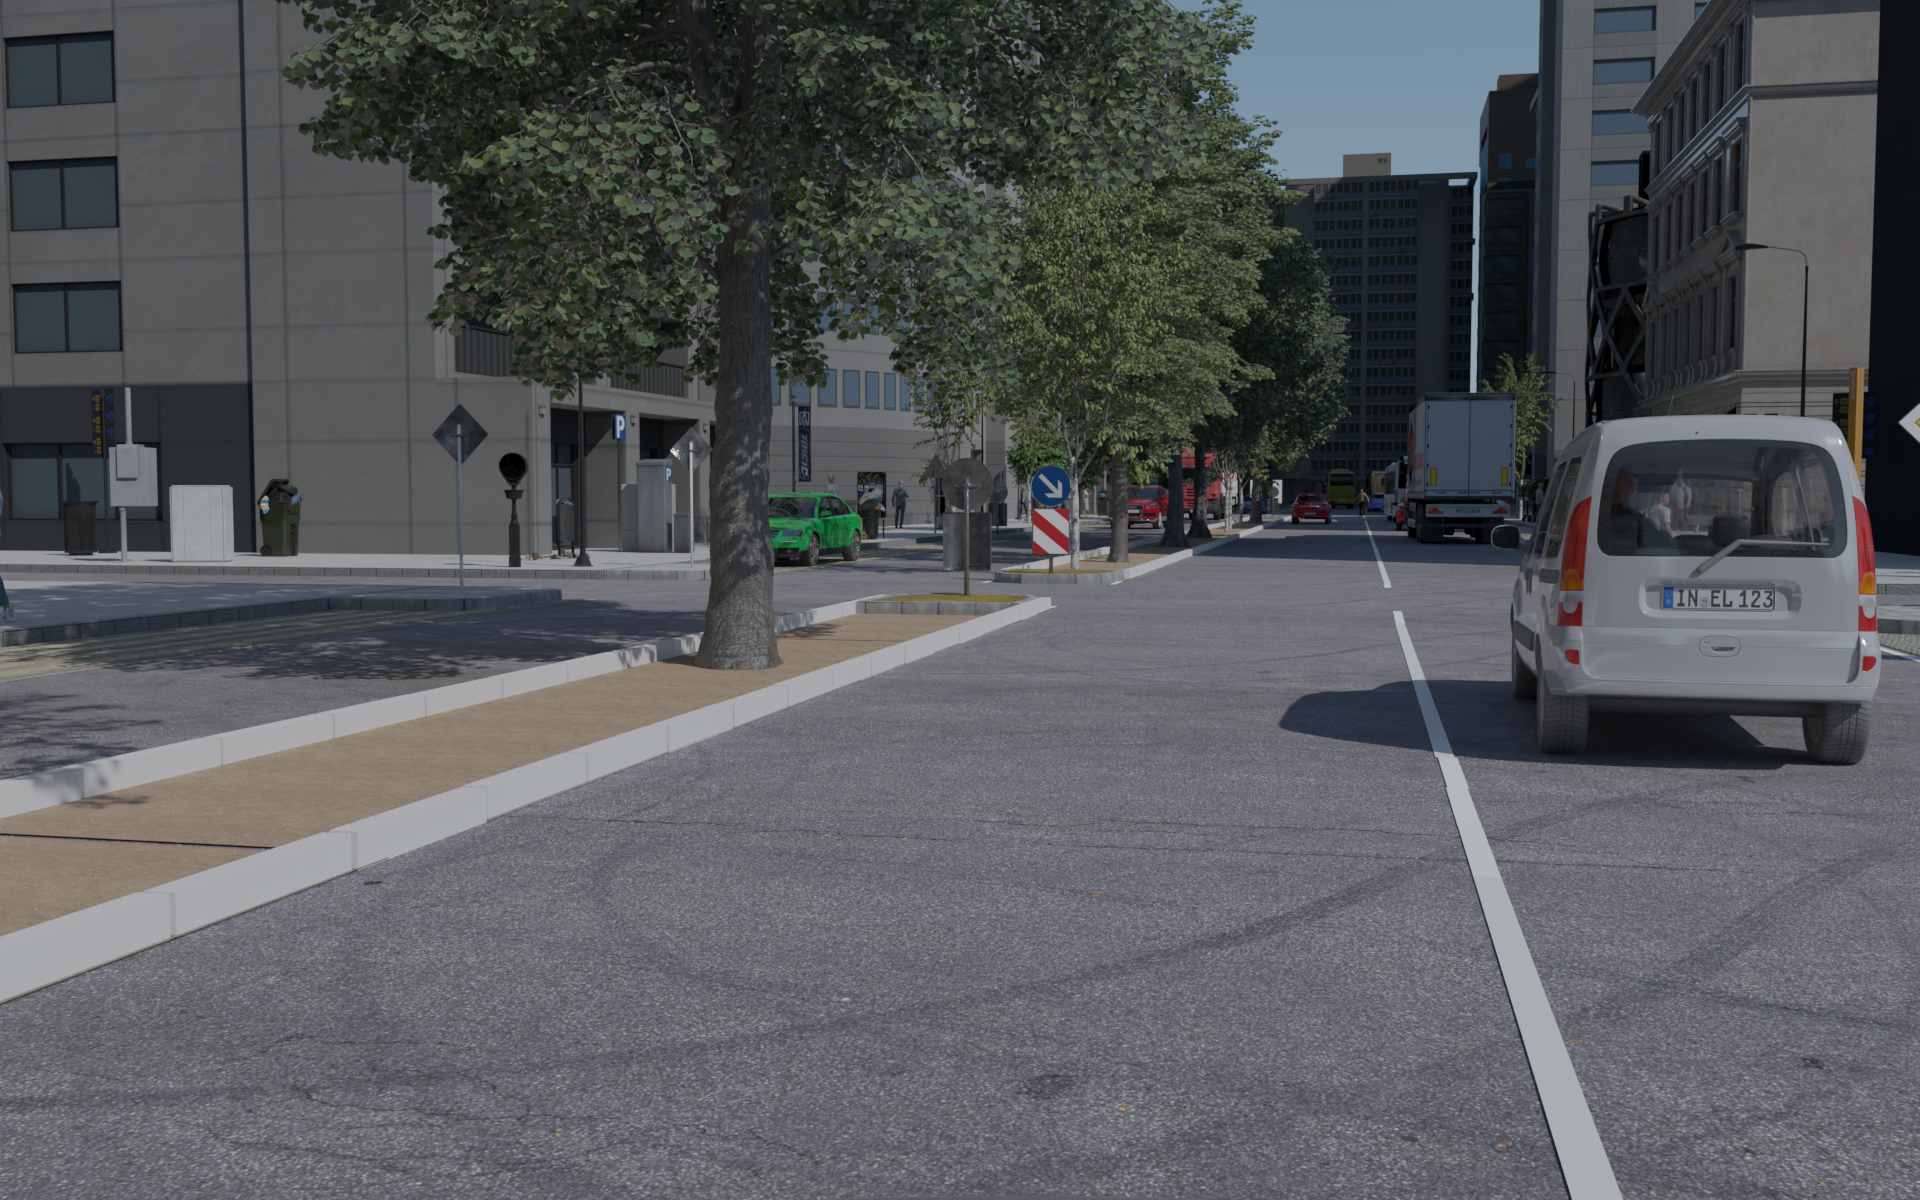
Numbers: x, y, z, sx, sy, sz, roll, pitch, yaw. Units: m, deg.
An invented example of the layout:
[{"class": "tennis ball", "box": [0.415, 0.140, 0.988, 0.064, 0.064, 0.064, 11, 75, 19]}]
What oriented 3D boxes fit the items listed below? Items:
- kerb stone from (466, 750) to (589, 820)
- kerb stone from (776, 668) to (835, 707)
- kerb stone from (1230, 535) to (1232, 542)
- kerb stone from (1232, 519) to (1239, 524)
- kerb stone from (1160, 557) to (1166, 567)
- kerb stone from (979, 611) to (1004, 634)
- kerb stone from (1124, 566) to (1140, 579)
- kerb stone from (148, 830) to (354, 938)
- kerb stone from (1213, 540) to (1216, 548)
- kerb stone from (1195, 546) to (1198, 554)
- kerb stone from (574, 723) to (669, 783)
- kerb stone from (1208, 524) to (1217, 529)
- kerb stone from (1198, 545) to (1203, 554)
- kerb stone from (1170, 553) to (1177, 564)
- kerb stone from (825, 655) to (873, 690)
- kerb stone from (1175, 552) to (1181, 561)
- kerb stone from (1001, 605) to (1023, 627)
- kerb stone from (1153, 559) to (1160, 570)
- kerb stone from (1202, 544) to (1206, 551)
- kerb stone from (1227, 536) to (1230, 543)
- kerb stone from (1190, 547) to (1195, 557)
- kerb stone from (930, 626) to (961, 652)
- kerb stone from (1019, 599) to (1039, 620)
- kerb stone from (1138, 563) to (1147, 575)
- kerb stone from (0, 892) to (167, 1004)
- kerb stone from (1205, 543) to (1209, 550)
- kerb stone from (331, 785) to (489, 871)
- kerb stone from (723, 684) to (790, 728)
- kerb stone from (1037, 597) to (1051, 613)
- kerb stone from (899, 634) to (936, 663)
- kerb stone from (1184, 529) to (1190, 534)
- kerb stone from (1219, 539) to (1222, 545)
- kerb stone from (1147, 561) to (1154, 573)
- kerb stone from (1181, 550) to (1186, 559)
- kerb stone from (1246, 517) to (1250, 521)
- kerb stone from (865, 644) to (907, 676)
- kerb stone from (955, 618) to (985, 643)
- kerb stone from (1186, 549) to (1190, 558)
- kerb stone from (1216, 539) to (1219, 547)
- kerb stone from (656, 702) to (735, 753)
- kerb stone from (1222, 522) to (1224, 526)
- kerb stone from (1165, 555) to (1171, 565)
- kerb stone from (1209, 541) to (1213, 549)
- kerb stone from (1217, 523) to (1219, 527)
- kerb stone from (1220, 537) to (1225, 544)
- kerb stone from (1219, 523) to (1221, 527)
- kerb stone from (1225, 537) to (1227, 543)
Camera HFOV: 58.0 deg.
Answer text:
[{"class": "kerb stone", "box": [-2.018, 0.863, 8.089, 0.120, 0.150, 1.000, 1, 4, 13]}, {"class": "kerb stone", "box": [-1.097, 0.617, 12.103, 0.120, 0.150, 1.000, 1, 4, 13]}, {"class": "kerb stone", "box": [7.940, -1.799, 51.608, 0.120, 0.150, 1.000, 1, 4, 13]}, {"class": "kerb stone", "box": [13.906, -3.967, 87.070, 0.120, 0.150, 1.000, 1, 4, 13]}, {"class": "kerb stone", "box": [3.831, -0.696, 33.630, 0.120, 0.150, 1.000, 1, 4, 13]}, {"class": "kerb stone", "box": [0.279, 0.251, 18.094, 0.120, 0.150, 1.000, 1, 4, 13]}, {"class": "kerb stone", "box": [2.912, -0.455, 29.627, 0.120, 0.150, 1.000, 1, 4, 13]}, {"class": "kerb stone", "box": [-2.475, 0.988, 6.083, 0.120, 0.150, 1.000, 1, 4, 13]}, {"class": "kerb stone", "box": [6.578, -1.429, 45.616, 0.120, 0.150, 1.000, 1, 4, 13]}, {"class": "kerb stone", "box": [5.430, -1.123, 40.627, 0.120, 0.150, 1.000, 1, 4, 13]}, {"class": "kerb stone", "box": [-1.790, 0.802, 9.085, 0.120, 0.150, 1.000, 1, 4, 13]}, {"class": "kerb stone", "box": [10.474, -3.051, 72.078, 0.120, 0.150, 1.000, 1, 4, 13]}, {"class": "kerb stone", "box": [5.669, -1.188, 41.624, 0.120, 0.150, 1.000, 1, 4, 13]}, {"class": "kerb stone", "box": [4.291, -0.822, 35.628, 0.120, 0.150, 1.000, 1, 4, 13]}, {"class": "kerb stone", "box": [-0.869, 0.556, 13.099, 0.120, 0.150, 1.000, 1, 4, 13]}, {"class": "kerb stone", "box": [4.519, -0.883, 36.625, 0.120, 0.150, 1.000, 1, 4, 13]}, {"class": "kerb stone", "box": [0.510, 0.192, 19.095, 0.120, 0.150, 1.000, 1, 4, 13]}, {"class": "kerb stone", "box": [3.602, -0.634, 32.633, 0.120, 0.150, 1.000, 1, 4, 13]}, {"class": "kerb stone", "box": [5.886, -1.249, 42.624, 0.120, 0.150, 1.000, 1, 4, 13]}, {"class": "kerb stone", "box": [7.718, -1.736, 50.604, 0.120, 0.150, 1.000, 1, 4, 13]}, {"class": "kerb stone", "box": [5.206, -1.066, 39.618, 0.120, 0.150, 1.000, 1, 4, 13]}, {"class": "kerb stone", "box": [-0.182, 0.375, 16.096, 0.120, 0.150, 1.000, 1, 4, 13]}, {"class": "kerb stone", "box": [0.739, 0.129, 20.101, 0.120, 0.150, 1.000, 1, 4, 13]}, {"class": "kerb stone", "box": [3.150, -0.516, 30.639, 0.120, 0.150, 1.000, 1, 4, 13]}, {"class": "kerb stone", "box": [-2.704, 1.047, 5.083, 0.120, 0.150, 1.000, 1, 4, 13]}, {"class": "kerb stone", "box": [6.116, -1.311, 43.624, 0.120, 0.150, 1.000, 1, 4, 13]}, {"class": "kerb stone", "box": [-2.237, 0.924, 7.084, 0.120, 0.150, 1.000, 1, 4, 13]}, {"class": "kerb stone", "box": [-1.326, 0.683, 11.097, 0.120, 0.150, 1.000, 1, 4, 13]}, {"class": "kerb stone", "box": [0.963, 0.072, 21.109, 0.120, 0.150, 1.000, 1, 4, 13]}, {"class": "kerb stone", "box": [-0.405, 0.434, 15.099, 0.120, 0.150, 1.000, 1, 4, 13]}, {"class": "kerb stone", "box": [8.192, -2.440, 62.084, 0.120, 0.150, 1.000, 1, 4, 13]}, {"class": "kerb stone", "box": [7.028, -1.544, 47.614, 0.120, 0.150, 1.000, 1, 4, 13]}, {"class": "kerb stone", "box": [3.374, -0.576, 31.636, 0.120, 0.150, 1.000, 1, 4, 13]}, {"class": "kerb stone", "box": [4.739, -0.944, 37.625, 0.120, 0.150, 1.000, 1, 4, 13]}, {"class": "kerb stone", "box": [15.743, -4.457, 95.073, 0.120, 0.150, 1.000, 1, 4, 13]}, {"class": "kerb stone", "box": [-0.639, 0.495, 14.099, 0.120, 0.150, 1.000, 1, 4, 13]}, {"class": "kerb stone", "box": [0.055, 0.312, 17.091, 0.120, 0.150, 1.000, 1, 4, 13]}, {"class": "kerb stone", "box": [4.968, -1.001, 38.621, 0.120, 0.150, 1.000, 1, 4, 13]}, {"class": "kerb stone", "box": [6.805, -1.493, 46.613, 0.120, 0.150, 1.000, 1, 4, 13]}, {"class": "kerb stone", "box": [-1.555, 0.741, 10.080, 0.120, 0.150, 1.000, 1, 4, 13]}, {"class": "kerb stone", "box": [11.389, -3.295, 76.064, 0.120, 0.150, 1.000, 1, 4, 13]}, {"class": "kerb stone", "box": [4.057, -0.757, 34.633, 0.120, 0.150, 1.000, 1, 4, 13]}, {"class": "kerb stone", "box": [6.351, -1.371, 44.619, 0.120, 0.150, 1.000, 1, 4, 13]}, {"class": "kerb stone", "box": [10.701, -3.111, 73.075, 0.120, 0.150, 1.000, 1, 4, 13]}, {"class": "kerb stone", "box": [7.258, -1.614, 48.610, 0.120, 0.150, 1.000, 1, 4, 13]}, {"class": "kerb stone", "box": [10.937, -3.173, 74.069, 0.120, 0.150, 1.000, 1, 4, 13]}, {"class": "kerb stone", "box": [7.488, -1.676, 49.606, 0.120, 0.150, 1.000, 1, 4, 13]}]
